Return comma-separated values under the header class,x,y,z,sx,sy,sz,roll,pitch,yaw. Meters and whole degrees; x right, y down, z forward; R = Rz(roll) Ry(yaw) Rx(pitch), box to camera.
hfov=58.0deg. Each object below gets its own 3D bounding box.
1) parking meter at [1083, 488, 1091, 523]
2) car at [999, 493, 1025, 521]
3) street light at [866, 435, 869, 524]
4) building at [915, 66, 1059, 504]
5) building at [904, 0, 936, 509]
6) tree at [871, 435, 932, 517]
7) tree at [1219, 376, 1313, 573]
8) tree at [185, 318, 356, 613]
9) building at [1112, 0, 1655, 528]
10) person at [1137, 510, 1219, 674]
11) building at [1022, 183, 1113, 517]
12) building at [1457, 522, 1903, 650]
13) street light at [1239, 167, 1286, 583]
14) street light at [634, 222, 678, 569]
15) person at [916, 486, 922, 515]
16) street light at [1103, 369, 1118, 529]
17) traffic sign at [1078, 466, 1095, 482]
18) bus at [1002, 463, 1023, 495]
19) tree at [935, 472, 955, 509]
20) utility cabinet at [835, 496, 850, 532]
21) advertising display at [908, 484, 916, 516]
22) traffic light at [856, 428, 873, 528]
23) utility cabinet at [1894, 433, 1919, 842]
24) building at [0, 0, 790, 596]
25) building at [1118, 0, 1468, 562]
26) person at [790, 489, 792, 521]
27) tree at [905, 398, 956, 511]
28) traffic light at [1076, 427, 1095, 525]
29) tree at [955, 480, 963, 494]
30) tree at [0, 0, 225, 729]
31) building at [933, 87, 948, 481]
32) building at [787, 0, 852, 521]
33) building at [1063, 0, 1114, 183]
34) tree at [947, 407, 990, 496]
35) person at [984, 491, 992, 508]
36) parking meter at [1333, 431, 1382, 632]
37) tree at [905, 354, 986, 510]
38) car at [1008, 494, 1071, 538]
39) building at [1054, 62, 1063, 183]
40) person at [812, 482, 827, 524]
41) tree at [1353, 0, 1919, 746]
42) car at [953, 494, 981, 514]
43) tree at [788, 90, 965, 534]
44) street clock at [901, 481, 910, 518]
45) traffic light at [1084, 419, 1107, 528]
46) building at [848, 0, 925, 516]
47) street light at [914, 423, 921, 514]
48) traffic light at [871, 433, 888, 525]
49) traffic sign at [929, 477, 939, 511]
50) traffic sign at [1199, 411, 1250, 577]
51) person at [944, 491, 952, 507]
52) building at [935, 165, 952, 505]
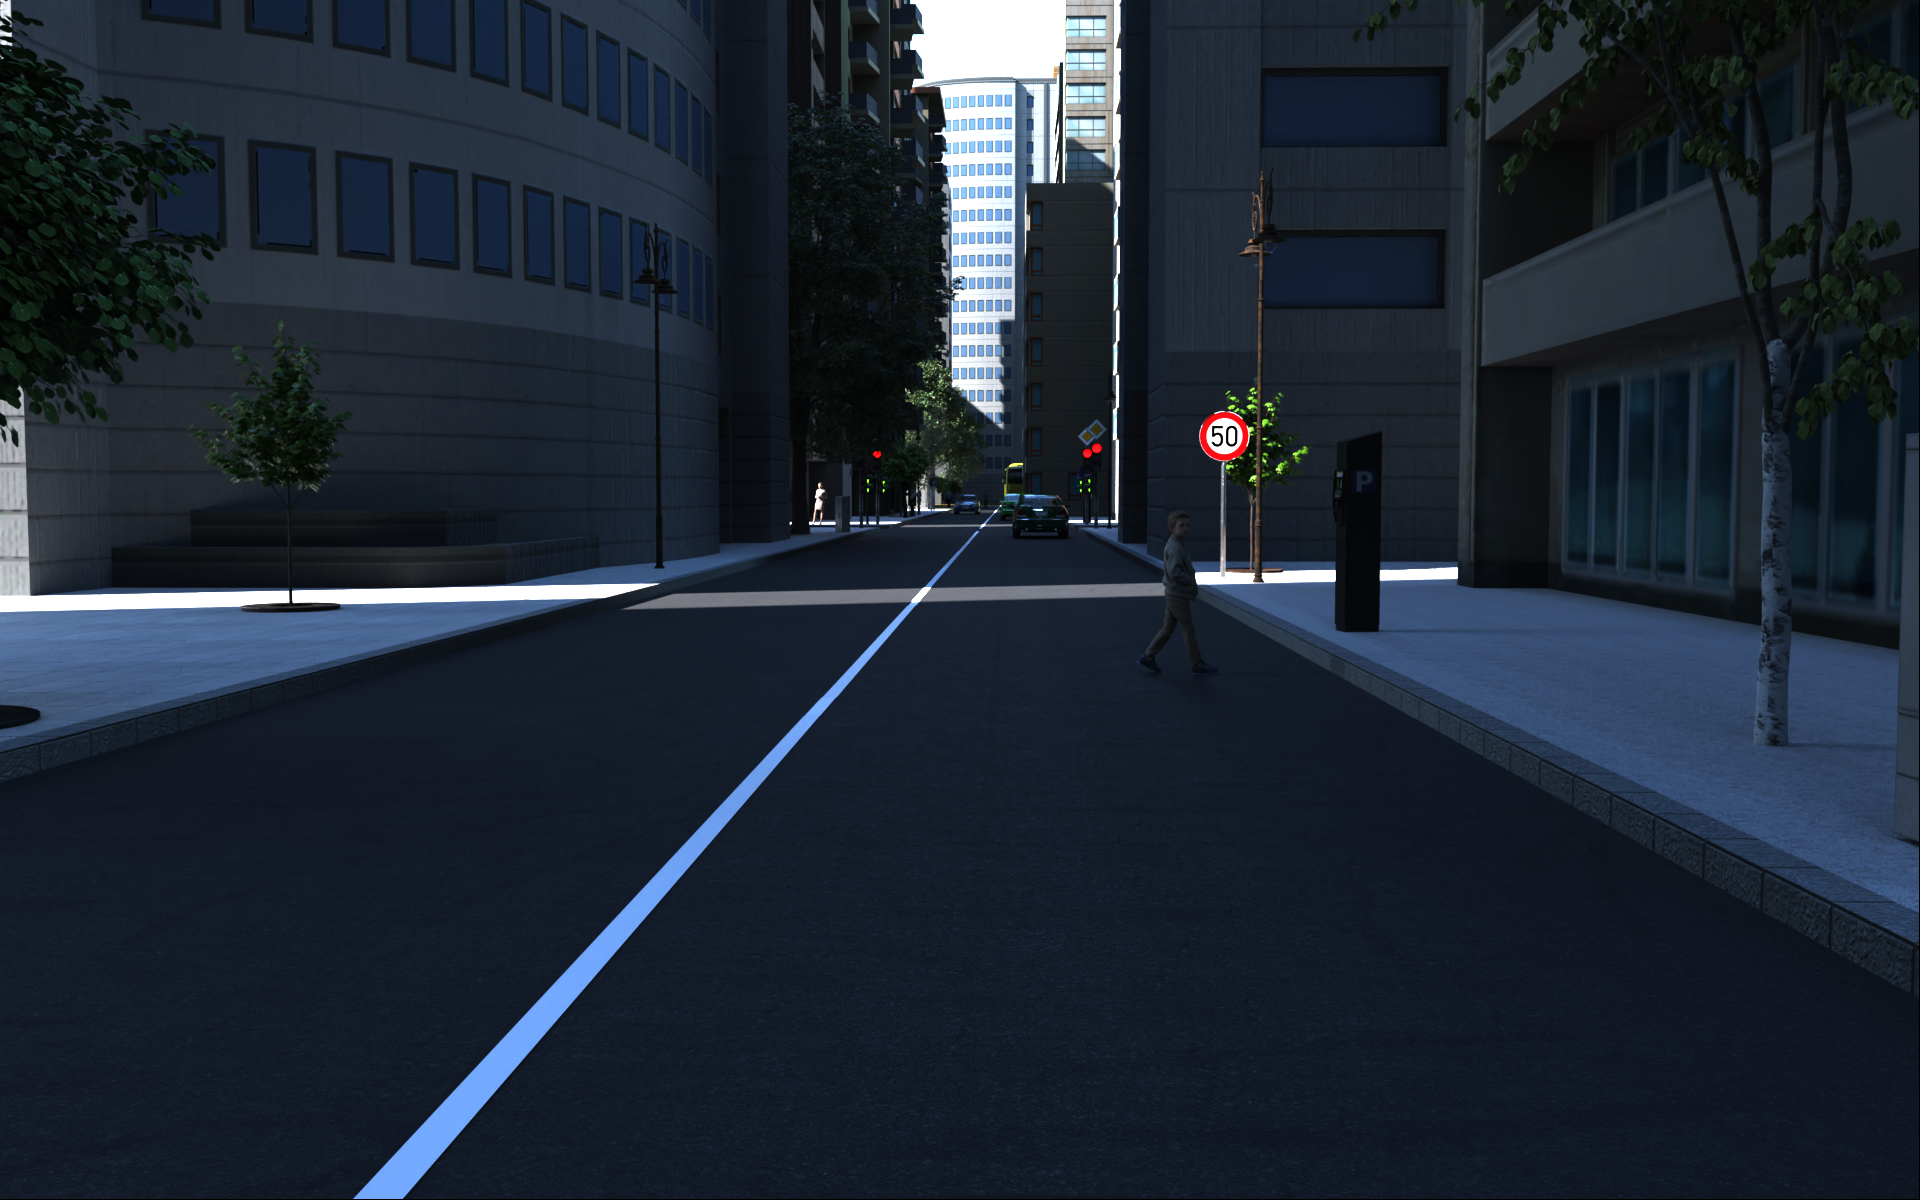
class,x,y,z,sx,sy,sz,roll,pitch,yaw
parking meter,5.674,-4.217,77.352,0.372,1.533,0.369,0,3,0
car,3.107,-5.226,94.239,1.959,1.807,4.718,0,4,2
street light,-3.956,-6.182,73.860,0.468,5.910,1.993,0,4,2
building,5.651,-42.818,242.074,28.212,58.520,21.231,0,4,2
building,-12.703,-43.979,157.314,20.563,71.187,20.611,0,4,2
tree,-3.255,-6.874,96.109,4.285,4.588,4.351,0,3,0
tree,4.933,-2.068,28.421,1.663,3.219,1.824,0,3,0
tree,-7.471,-1.509,19.282,1.663,3.219,1.824,0,3,0
building,18.027,-27.990,81.340,21.600,48.544,21.300,0,4,2
person,1.735,-0.064,13.827,0.640,1.303,0.475,0,4,-4
building,17.929,-16.241,110.572,27.650,21.520,28.899,0,4,2
building,17.355,-23.760,12.170,21.300,48.544,21.600,0,4,2
street light,4.329,-3.191,24.965,0.468,5.910,1.993,0,4,2
street light,-5.185,-3.481,29.703,0.468,5.910,1.993,0,4,2
person,-2.546,-6.096,106.055,0.374,1.781,0.599,1,4,19
street light,5.552,-5.590,64.177,0.468,5.910,1.993,0,4,2
traffic sign,5.503,-4.583,75.032,0.768,2.556,0.104,1,4,10
bus,4.863,-8.954,137.948,2.896,3.916,12.252,0,4,1
tree,-1.590,-9.515,150.165,1.663,3.219,1.824,0,3,0
utility cabinet,-3.980,-2.901,58.591,0.306,1.237,1.020,-1,4,-18
advertising display,-2.756,-5.793,99.932,0.123,1.923,0.974,1,4,22
traffic light,-3.687,-4.649,64.924,0.839,4.253,0.868,0,4,2
utility cabinet,3.627,0.175,5.820,0.318,1.500,1.173,0,4,1
building,-15.754,-30.096,34.067,21.231,58.520,28.212,0,4,2
building,14.764,-30.752,44.801,21.231,58.520,28.212,0,4,2
person,-6.959,-4.065,72.475,0.822,1.834,0.622,-2,4,-33
tree,-2.436,-11.137,132.458,4.360,8.622,3.978,0,3,0
traffic light,5.306,-5.122,72.664,0.839,4.253,0.868,0,4,2
tree,-0.495,-11.534,183.178,1.663,3.219,1.824,0,3,0
tree,-5.996,-1.578,9.509,4.285,4.588,4.351,0,3,0
building,-12.642,-32.362,183.748,22.147,44.769,28.867,0,4,2
building,-12.896,-19.062,83.367,14.160,30.474,14.107,0,4,2
building,15.289,-27.920,140.083,14.154,41.232,14.086,0,4,2
tree,-0.187,-17.019,204.018,9.928,11.665,9.643,0,3,0
person,2.858,-10.394,178.979,0.750,1.759,0.617,-2,4,-25
parking meter,3.703,-0.639,16.164,0.399,1.863,0.255,-1,4,-8
tree,-2.646,-13.773,142.203,9.611,12.733,9.660,0,3,0
car,2.652,-2.800,57.575,2.131,1.459,4.920,0,4,1
building,21.039,-34.452,186.988,21.300,48.544,21.600,0,4,2
person,-5.976,-4.108,73.549,0.599,1.781,0.374,1,4,16
tree,3.930,-3.560,8.569,4.737,8.622,4.395,0,3,0
car,0.520,-6.816,123.438,2.014,1.417,4.499,0,4,3
tree,-5.004,-9.069,54.929,9.857,13.997,8.962,0,3,0
street clock,-2.935,-5.425,93.275,0.471,2.002,0.358,1,4,22
traffic light,5.071,-4.634,64.682,0.839,4.253,0.868,0,4,2
building,-13.699,-27.998,112.400,22.147,44.769,28.867,0,4,2
street light,-2.722,-8.577,113.015,0.468,5.910,1.993,0,4,2
traffic light,-3.452,-5.137,72.905,0.839,4.253,0.868,0,4,2
traffic sign,-1.927,-7.847,128.408,0.768,2.556,0.104,0,4,6
traffic sign,4.062,-1.626,26.691,0.768,2.556,0.104,0,4,3
person,-1.116,-9.883,167.616,0.705,1.826,1.348,2,4,29
building,-8.032,-32.605,216.681,14.086,41.232,14.154,0,4,2
